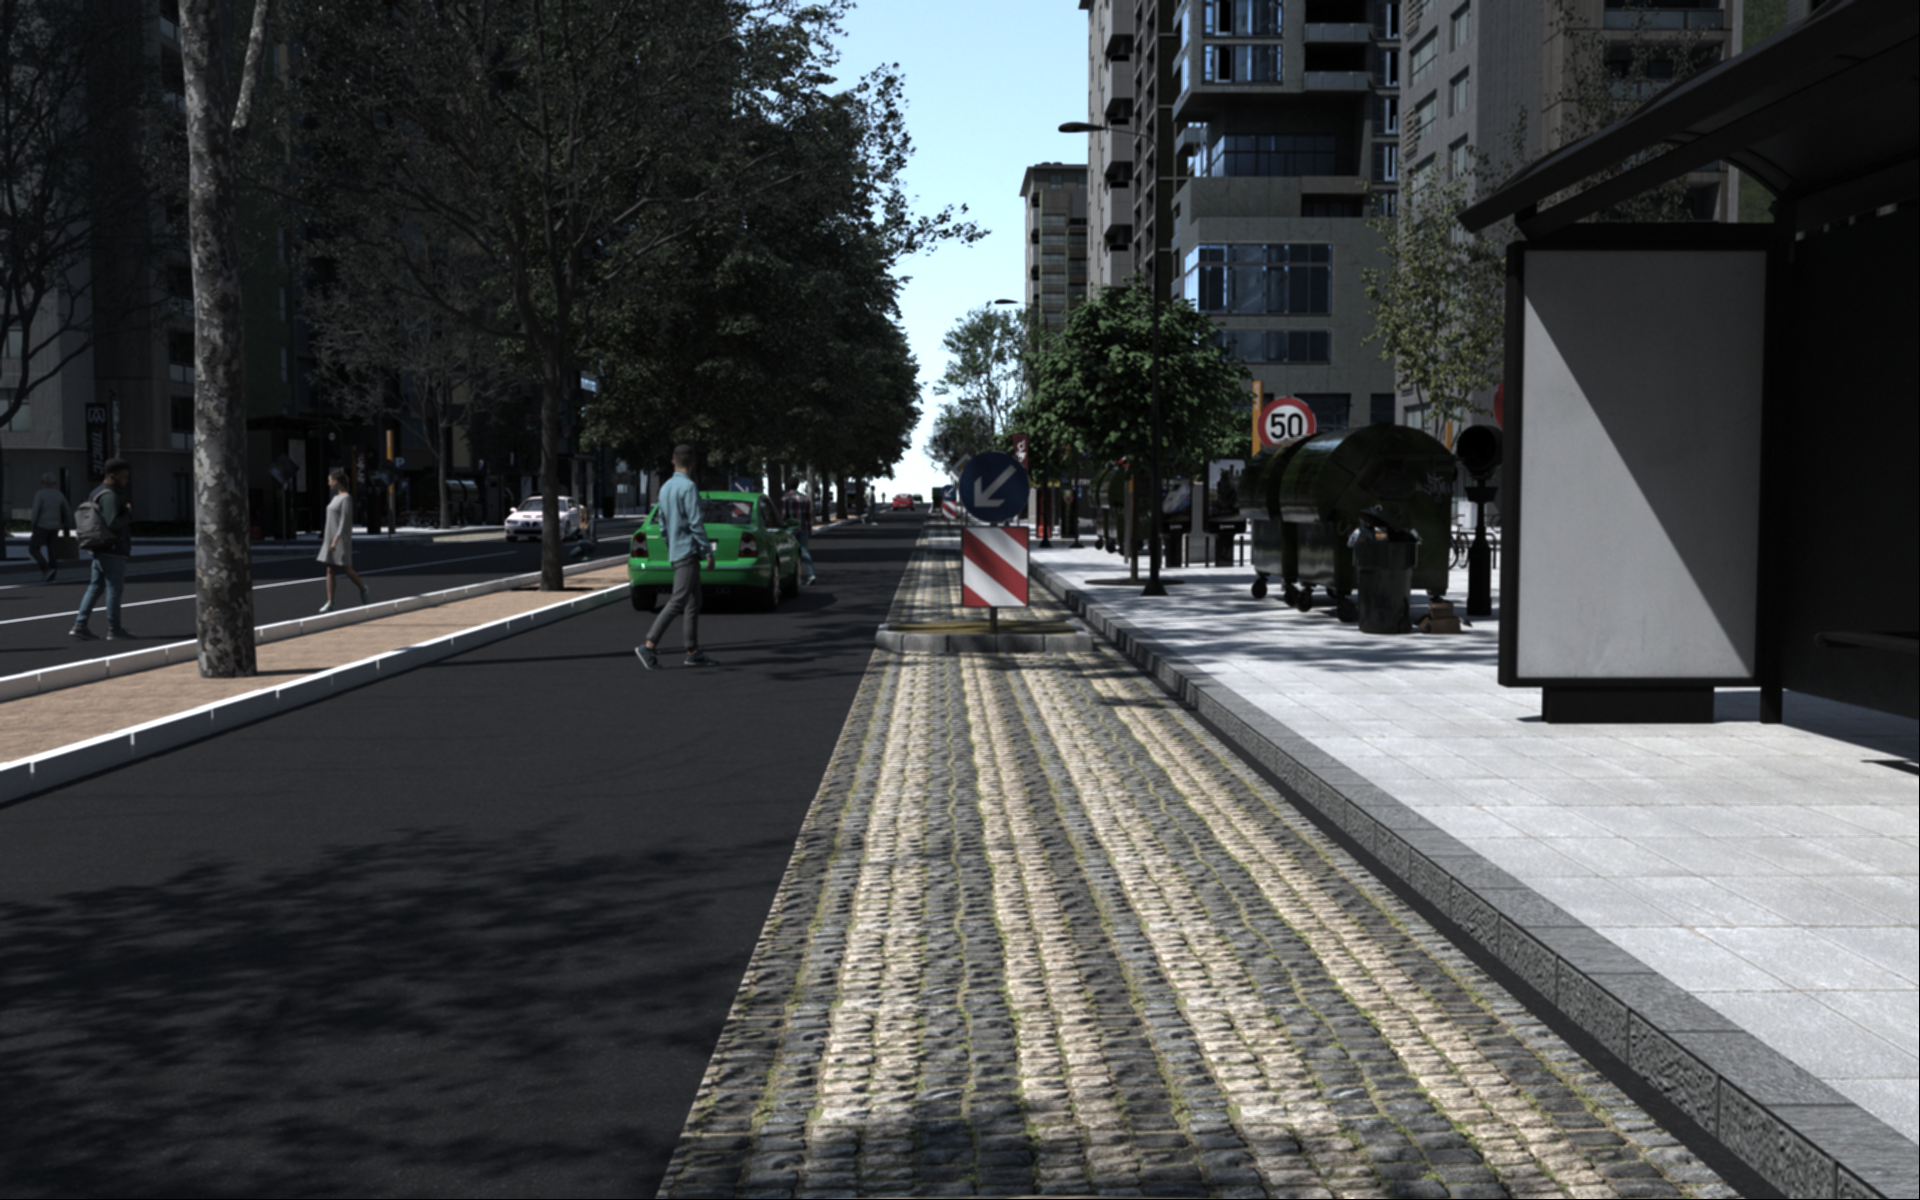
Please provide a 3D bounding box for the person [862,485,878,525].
[{"bbox_3d":[-4.208,-4.437,80.884,0.795,1.843,0.661,0,4,3],"label":"person"}]

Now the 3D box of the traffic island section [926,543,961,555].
[{"bbox_3d":[0.180,-1.190,41.740,2.009,0.180,2.903,0,4,-1],"label":"traffic island section"}]

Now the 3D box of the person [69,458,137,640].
[{"bbox_3d":[-8.346,-0.498,16.983,0.623,1.781,0.721,2,4,34],"label":"person"}]

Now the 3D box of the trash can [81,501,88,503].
[{"bbox_3d":[-18.999,-1.627,38.260,0.748,1.137,0.748,0,3,0],"label":"trash can"}]

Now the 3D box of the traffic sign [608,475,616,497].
[{"bbox_3d":[-22.198,-6.780,110.959,0.768,2.556,0.104,0,4,3],"label":"traffic sign"}]

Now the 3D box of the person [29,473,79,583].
[{"bbox_3d":[-14.725,-1.174,28.174,0.515,1.767,0.782,2,4,24],"label":"person"}]

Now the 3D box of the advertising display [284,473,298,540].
[{"bbox_3d":[-18.957,-2.681,49.054,0.123,1.923,0.974,-2,4,-35],"label":"advertising display"}]

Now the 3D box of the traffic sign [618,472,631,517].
[{"bbox_3d":[-18.989,-5.988,98.010,0.768,2.556,0.104,0,4,3],"label":"traffic sign"}]

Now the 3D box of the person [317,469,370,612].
[{"bbox_3d":[-7.585,-0.733,21.235,0.466,1.731,0.760,1,4,18],"label":"person"}]

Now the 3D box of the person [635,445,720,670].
[{"bbox_3d":[-2.354,-0.365,14.337,0.748,1.841,0.638,-1,4,-22],"label":"person"}]

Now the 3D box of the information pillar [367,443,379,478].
[{"bbox_3d":[-26.710,-5.348,78.787,0.504,3.616,0.183,-2,4,-25],"label":"information pillar"}]

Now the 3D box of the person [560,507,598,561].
[{"bbox_3d":[-8.063,-1.416,37.148,0.738,1.151,1.012,-3,5,-44],"label":"person"}]

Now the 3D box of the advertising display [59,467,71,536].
[{"bbox_3d":[-21.195,-2.192,41.047,0.123,1.923,0.974,-1,4,-22],"label":"advertising display"}]

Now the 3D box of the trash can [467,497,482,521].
[{"bbox_3d":[-21.772,-4.028,77.516,0.748,1.137,0.748,0,3,0],"label":"trash can"}]

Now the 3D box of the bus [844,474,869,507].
[{"bbox_3d":[-11.236,-11.858,185.432,2.896,3.916,12.252,0,4,-1],"label":"bus"}]

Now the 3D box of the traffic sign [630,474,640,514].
[{"bbox_3d":[-20.885,-6.790,111.130,0.768,2.556,0.104,0,4,3],"label":"traffic sign"}]

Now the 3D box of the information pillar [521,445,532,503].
[{"bbox_3d":[-20.599,-5.557,82.219,0.504,3.616,0.183,-2,4,-25],"label":"information pillar"}]

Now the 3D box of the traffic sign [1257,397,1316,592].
[{"bbox_3d":[4.274,-1.384,22.736,0.768,2.556,0.104,1,4,8],"label":"traffic sign"}]

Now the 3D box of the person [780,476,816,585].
[{"bbox_3d":[-2.585,-1.105,27.402,0.563,1.720,0.643,-2,4,-30],"label":"person"}]

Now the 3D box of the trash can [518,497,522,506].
[{"bbox_3d":[-22.313,-4.721,88.841,0.748,1.137,0.748,0,3,0],"label":"trash can"}]

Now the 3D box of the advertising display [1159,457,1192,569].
[{"bbox_3d":[3.718,-1.522,30.106,0.123,1.923,0.974,3,5,41],"label":"advertising display"}]

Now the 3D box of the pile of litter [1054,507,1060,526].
[{"bbox_3d":[4.007,-3.447,70.327,1.176,0.858,1.719,0,4,4],"label":"pile of litter"}]

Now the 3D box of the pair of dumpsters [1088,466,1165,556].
[{"bbox_3d":[3.764,-2.160,37.808,1.574,2.255,4.437,0,4,-1],"label":"pair of dumpsters"}]

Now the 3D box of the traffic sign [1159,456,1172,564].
[{"bbox_3d":[3.668,-1.930,31.663,0.768,2.556,0.104,0,4,1],"label":"traffic sign"}]

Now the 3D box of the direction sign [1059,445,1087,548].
[{"bbox_3d":[2.773,-3.002,41.078,0.876,3.537,0.379,1,4,20],"label":"direction sign"}]

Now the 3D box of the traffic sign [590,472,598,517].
[{"bbox_3d":[-20.459,-5.864,95.982,0.768,2.556,0.104,0,4,4],"label":"traffic sign"}]

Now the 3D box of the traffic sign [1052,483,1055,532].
[{"bbox_3d":[3.178,-3.599,58.954,0.768,2.556,0.104,1,4,9],"label":"traffic sign"}]

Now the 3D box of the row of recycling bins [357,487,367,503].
[{"bbox_3d":[-29.273,-4.471,80.209,3.534,1.692,1.069,-1,4,-15],"label":"row of recycling bins"}]

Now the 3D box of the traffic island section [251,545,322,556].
[{"bbox_3d":[-16.209,-1.177,41.521,2.009,0.180,2.903,0,4,-1],"label":"traffic island section"}]

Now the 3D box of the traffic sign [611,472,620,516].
[{"bbox_3d":[-19.733,-6.086,99.614,0.768,2.556,0.104,0,4,7],"label":"traffic sign"}]

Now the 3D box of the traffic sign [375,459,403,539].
[{"bbox_3d":[-16.296,-2.801,49.444,0.795,2.450,0.064,0,4,-1],"label":"traffic sign"}]

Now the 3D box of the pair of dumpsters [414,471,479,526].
[{"bbox_3d":[-21.038,-4.190,70.999,1.574,2.255,4.437,0,4,-1],"label":"pair of dumpsters"}]

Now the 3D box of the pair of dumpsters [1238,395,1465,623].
[{"bbox_3d":[4.232,-1.021,19.183,1.574,2.255,4.437,0,4,-1],"label":"pair of dumpsters"}]

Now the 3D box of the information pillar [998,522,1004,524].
[{"bbox_3d":[1.681,-4.281,74.489,0.304,2.012,0.304,-3,4,-36],"label":"information pillar"}]

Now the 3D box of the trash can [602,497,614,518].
[{"bbox_3d":[-18.673,-4.909,91.910,0.748,1.137,0.748,0,3,0],"label":"trash can"}]

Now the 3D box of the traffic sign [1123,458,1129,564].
[{"bbox_3d":[3.070,-1.942,31.864,0.768,2.556,0.104,0,4,8],"label":"traffic sign"}]

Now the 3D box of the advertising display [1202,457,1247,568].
[{"bbox_3d":[4.638,-1.536,30.333,0.974,1.923,0.123,-3,4,-37],"label":"advertising display"}]

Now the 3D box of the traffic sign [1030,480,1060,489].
[{"bbox_3d":[3.577,-4.182,62.255,2.265,3.308,0.079,0,4,8],"label":"traffic sign"}]

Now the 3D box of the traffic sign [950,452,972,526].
[{"bbox_3d":[0.157,-2.325,41.663,0.795,2.450,0.064,0,4,-1],"label":"traffic sign"}]

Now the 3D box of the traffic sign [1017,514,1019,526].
[{"bbox_3d":[1.928,-3.495,57.155,0.884,2.594,0.081,0,4,6],"label":"traffic sign"}]

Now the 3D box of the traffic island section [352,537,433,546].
[{"bbox_3d":[-16.319,-1.665,49.505,2.009,0.180,2.903,0,4,-1],"label":"traffic island section"}]

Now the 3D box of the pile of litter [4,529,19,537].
[{"bbox_3d":[-28.900,-2.303,51.617,1.719,0.858,1.176,2,4,26],"label":"pile of litter"}]

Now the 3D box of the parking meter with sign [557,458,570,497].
[{"bbox_3d":[-19.581,-5.302,82.945,1.738,3.016,0.543,-1,4,-10],"label":"parking meter with sign"}]

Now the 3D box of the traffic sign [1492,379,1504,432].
[{"bbox_3d":[5.722,-1.061,17.457,0.768,2.556,0.104,0,3,0],"label":"traffic sign"}]

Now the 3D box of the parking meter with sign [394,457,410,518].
[{"bbox_3d":[-25.952,-5.165,80.708,0.543,3.016,1.738,-2,4,-26],"label":"parking meter with sign"}]

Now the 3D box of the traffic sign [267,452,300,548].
[{"bbox_3d":[-16.186,-2.313,41.459,0.795,2.450,0.064,0,4,-1],"label":"traffic sign"}]

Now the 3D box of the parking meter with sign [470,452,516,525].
[{"bbox_3d":[-19.208,-4.593,71.360,1.738,3.016,0.543,-2,4,-30],"label":"parking meter with sign"}]

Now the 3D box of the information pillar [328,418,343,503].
[{"bbox_3d":[-19.275,-3.801,53.495,0.504,3.616,0.183,1,4,21],"label":"information pillar"}]

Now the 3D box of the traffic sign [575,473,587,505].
[{"bbox_3d":[-18.503,-5.041,84.558,0.606,2.300,0.079,0,4,2],"label":"traffic sign"}]

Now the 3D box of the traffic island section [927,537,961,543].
[{"bbox_3d":[0.071,-1.679,49.725,2.009,0.180,2.903,0,4,-1],"label":"traffic island section"}]

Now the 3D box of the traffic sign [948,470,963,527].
[{"bbox_3d":[0.047,-2.814,49.647,0.795,2.450,0.064,0,4,-1],"label":"traffic sign"}]

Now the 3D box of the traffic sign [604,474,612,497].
[{"bbox_3d":[-22.480,-6.799,111.275,0.768,2.556,0.104,0,4,3],"label":"traffic sign"}]
